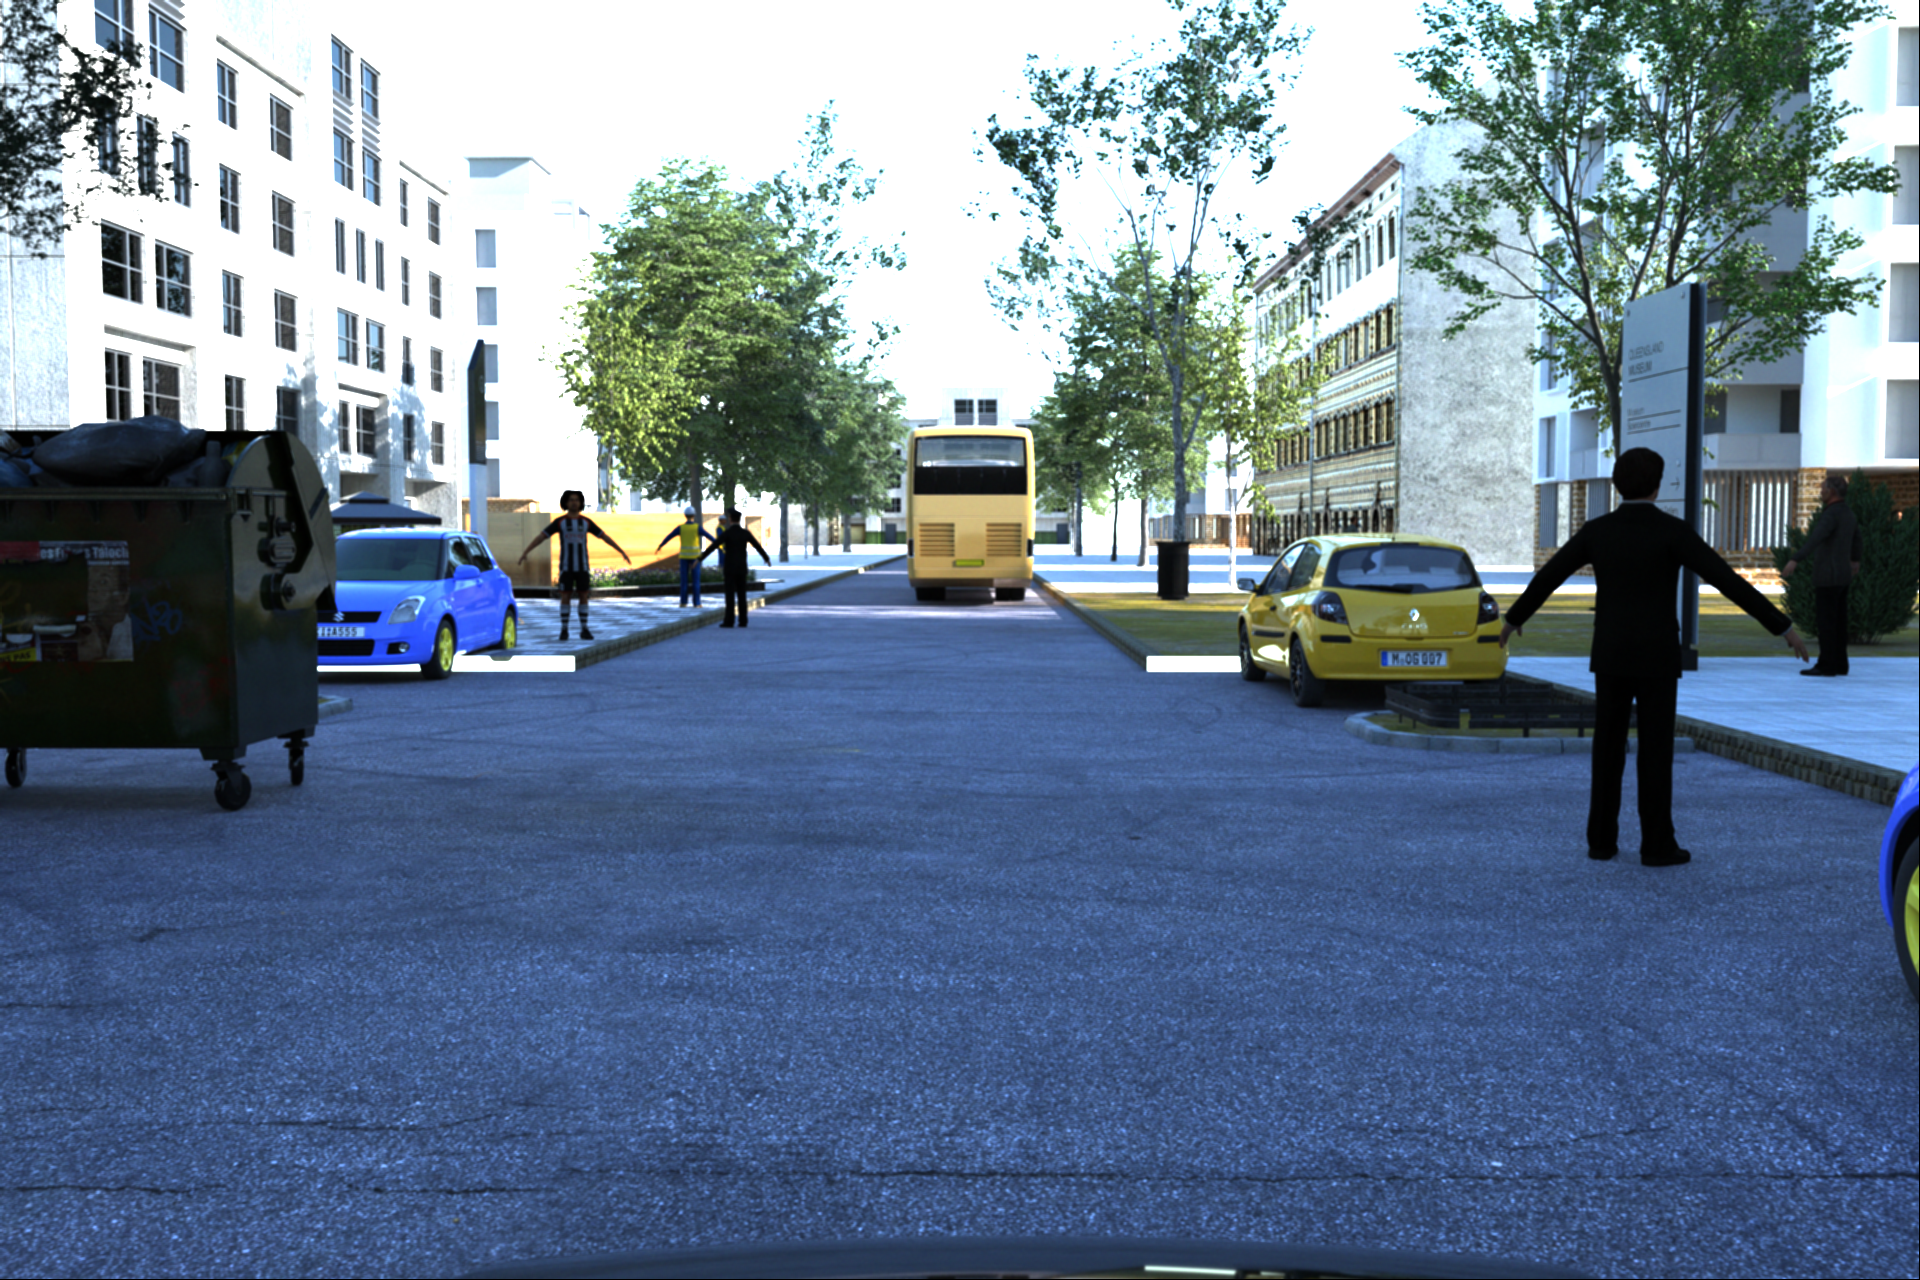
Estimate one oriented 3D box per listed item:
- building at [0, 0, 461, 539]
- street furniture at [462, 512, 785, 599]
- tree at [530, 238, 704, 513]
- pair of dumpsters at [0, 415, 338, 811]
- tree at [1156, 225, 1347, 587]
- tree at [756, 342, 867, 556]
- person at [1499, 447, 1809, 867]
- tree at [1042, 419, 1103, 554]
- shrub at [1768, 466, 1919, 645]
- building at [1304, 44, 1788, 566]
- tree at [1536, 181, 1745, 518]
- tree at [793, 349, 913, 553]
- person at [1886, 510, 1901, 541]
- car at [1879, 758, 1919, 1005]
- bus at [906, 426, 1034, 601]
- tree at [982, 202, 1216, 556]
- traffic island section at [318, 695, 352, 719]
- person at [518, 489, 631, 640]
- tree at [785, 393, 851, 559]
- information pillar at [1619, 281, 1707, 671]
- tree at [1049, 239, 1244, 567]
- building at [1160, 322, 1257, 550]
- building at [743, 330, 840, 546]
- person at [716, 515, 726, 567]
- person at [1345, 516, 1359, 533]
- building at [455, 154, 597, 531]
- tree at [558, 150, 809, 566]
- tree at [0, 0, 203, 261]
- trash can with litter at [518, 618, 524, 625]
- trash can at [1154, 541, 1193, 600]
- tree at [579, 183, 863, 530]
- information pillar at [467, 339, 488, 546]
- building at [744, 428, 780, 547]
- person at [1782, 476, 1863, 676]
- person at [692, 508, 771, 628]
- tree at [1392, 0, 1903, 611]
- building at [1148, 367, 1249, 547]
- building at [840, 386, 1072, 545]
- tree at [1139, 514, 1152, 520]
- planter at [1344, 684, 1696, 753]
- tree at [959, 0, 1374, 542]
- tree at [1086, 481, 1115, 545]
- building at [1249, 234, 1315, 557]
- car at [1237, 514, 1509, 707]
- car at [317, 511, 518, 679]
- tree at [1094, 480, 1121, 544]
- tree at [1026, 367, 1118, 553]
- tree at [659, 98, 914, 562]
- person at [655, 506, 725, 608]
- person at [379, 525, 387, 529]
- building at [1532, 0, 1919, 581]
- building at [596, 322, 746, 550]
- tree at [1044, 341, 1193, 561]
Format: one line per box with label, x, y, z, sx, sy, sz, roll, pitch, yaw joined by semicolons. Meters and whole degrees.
building;-28.604;-11.497;54.441;16.747;18.905;31.486;0;4;0
street furniture;-7.497;-1.907;38.041;9.812;1.723;11.010;2;4;28
tree;-8.787;-5.740;44.203;4.737;8.622;4.395;0;3;0
pair of dumpsters;-5.802;-0.268;9.325;4.436;2.255;1.574;0;4;0
tree;6.826;-5.593;41.801;4.737;8.622;4.395;0;3;0
tree;-8.852;-11.237;101.859;7.486;12.596;7.792;0;3;0
person;2.972;0.065;7.588;1.347;1.806;0.705;3;5;42
tree;7.130;-9.803;110.643;4.360;8.622;3.978;0;3;0
shrub;10.407;-0.991;20.239;1.661;2.075;1.752;0;3;0
building;26.715;-15.061;77.169;19.493;23.208;18.063;0;4;1
tree;14.106;-5.235;35.958;4.737;8.622;4.395;0;3;0
tree;-7.869;-12.958;118.522;9.857;13.997;8.962;0;3;0
person;20.968;-1.997;38.792;1.346;1.812;0.704;-3;5;-44
car;3.650;0.350;3.875;1.945;1.707;3.694;0;4;1
bus;0.251;-2.971;40.124;2.896;3.916;12.252;0;4;0
tree;8.104;-14.840;98.518;12.611;20.169;13.585;0;3;0
traffic island section;-5.954;0.564;13.653;1.991;0.108;1.994;0;4;1
person;-4.692;-0.913;21.074;1.345;1.843;0.704;-1;4;-21
tree;-7.702;-8.481;89.030;4.737;8.622;4.395;0;3;0
information pillar;6.849;-1.569;16.977;0.184;3.620;1.656;0;4;0
tree;7.196;-9.141;67.586;7.486;12.596;7.792;0;3;0
building;23.115;-18.251;154.828;16.016;20.090;11.380;0;3;0
building;-23.087;-21.957;189.928;19.493;23.208;18.063;0;4;0
person;-6.783;-2.670;49.623;0.705;1.833;1.349;0;4;1
person;11.520;-2.716;50.681;0.705;1.796;1.348;-1;4;-20
building;-26.092;-14.148;87.732;16.016;20.090;11.380;0;4;-1
tree;-8.401;-8.196;52.124;7.486;12.596;7.792;0;3;0
tree;-11.772;-5.013;16.374;8.767;10.594;7.601;-2;4;-34
trash can with litter;-6.428;-0.733;23.365;1.055;1.170;0.624;0;4;0
trash can;4.148;-1.348;33.690;0.748;1.137;0.748;0;3;0
tree;-8.426;-9.517;62.259;9.857;13.997;8.962;0;3;0
information pillar;-5.741;-1.792;20.652;0.183;3.616;0.504;0;4;0
building;-23.740;-19.025;167.474;16.016;20.090;11.380;0;4;1
person;7.891;-0.584;15.725;1.348;1.807;0.705;-3;4;-39
person;-3.470;-1.116;26.639;1.347;1.837;0.705;-2;4;-35
tree;11.050;-6.279;28.419;9.928;11.665;9.643;0;3;0
building;24.863;-19.917;182.061;16.016;20.090;11.380;0;4;1
building;-1.759;-21.138;214.525;31.486;18.905;16.747;0;4;4
tree;25.685;-18.058;213.382;7.486;12.596;7.792;0;3;0
planter;3.811;0.540;12.313;1.991;0.319;1.994;0;4;-1
tree;6.287;-12.129;54.195;12.611;20.169;13.585;0;3;0
tree;17.662;-15.888;210.124;4.360;8.622;3.978;0;3;0
building;27.232;-16.248;96.590;19.493;23.208;18.063;0;3;0
car;3.618;-0.339;15.764;2.015;1.641;3.980;0;4;0
car;-5.891;-0.526;18.190;1.945;1.707;3.694;0;4;0
tree;18.792;-16.144;214.315;4.360;8.622;3.978;0;3;0
tree;7.494;-12.212;117.801;7.486;12.596;7.792;0;3;0
tree;-7.797;-13.526;77.046;12.611;20.169;13.585;0;3;0
person;-4.722;-1.459;30.312;1.216;1.772;0.721;0;4;-5
person;-17.442;-2.857;52.565;0.705;1.847;1.347;-2;4;-23
building;24.040;-12.153;55.116;16.016;20.090;11.380;0;4;1
building;-24.555;-17.639;144.818;16.016;20.090;11.380;0;4;0
tree;7.647;-9.032;82.088;7.601;10.594;8.767;-1;4;-10
